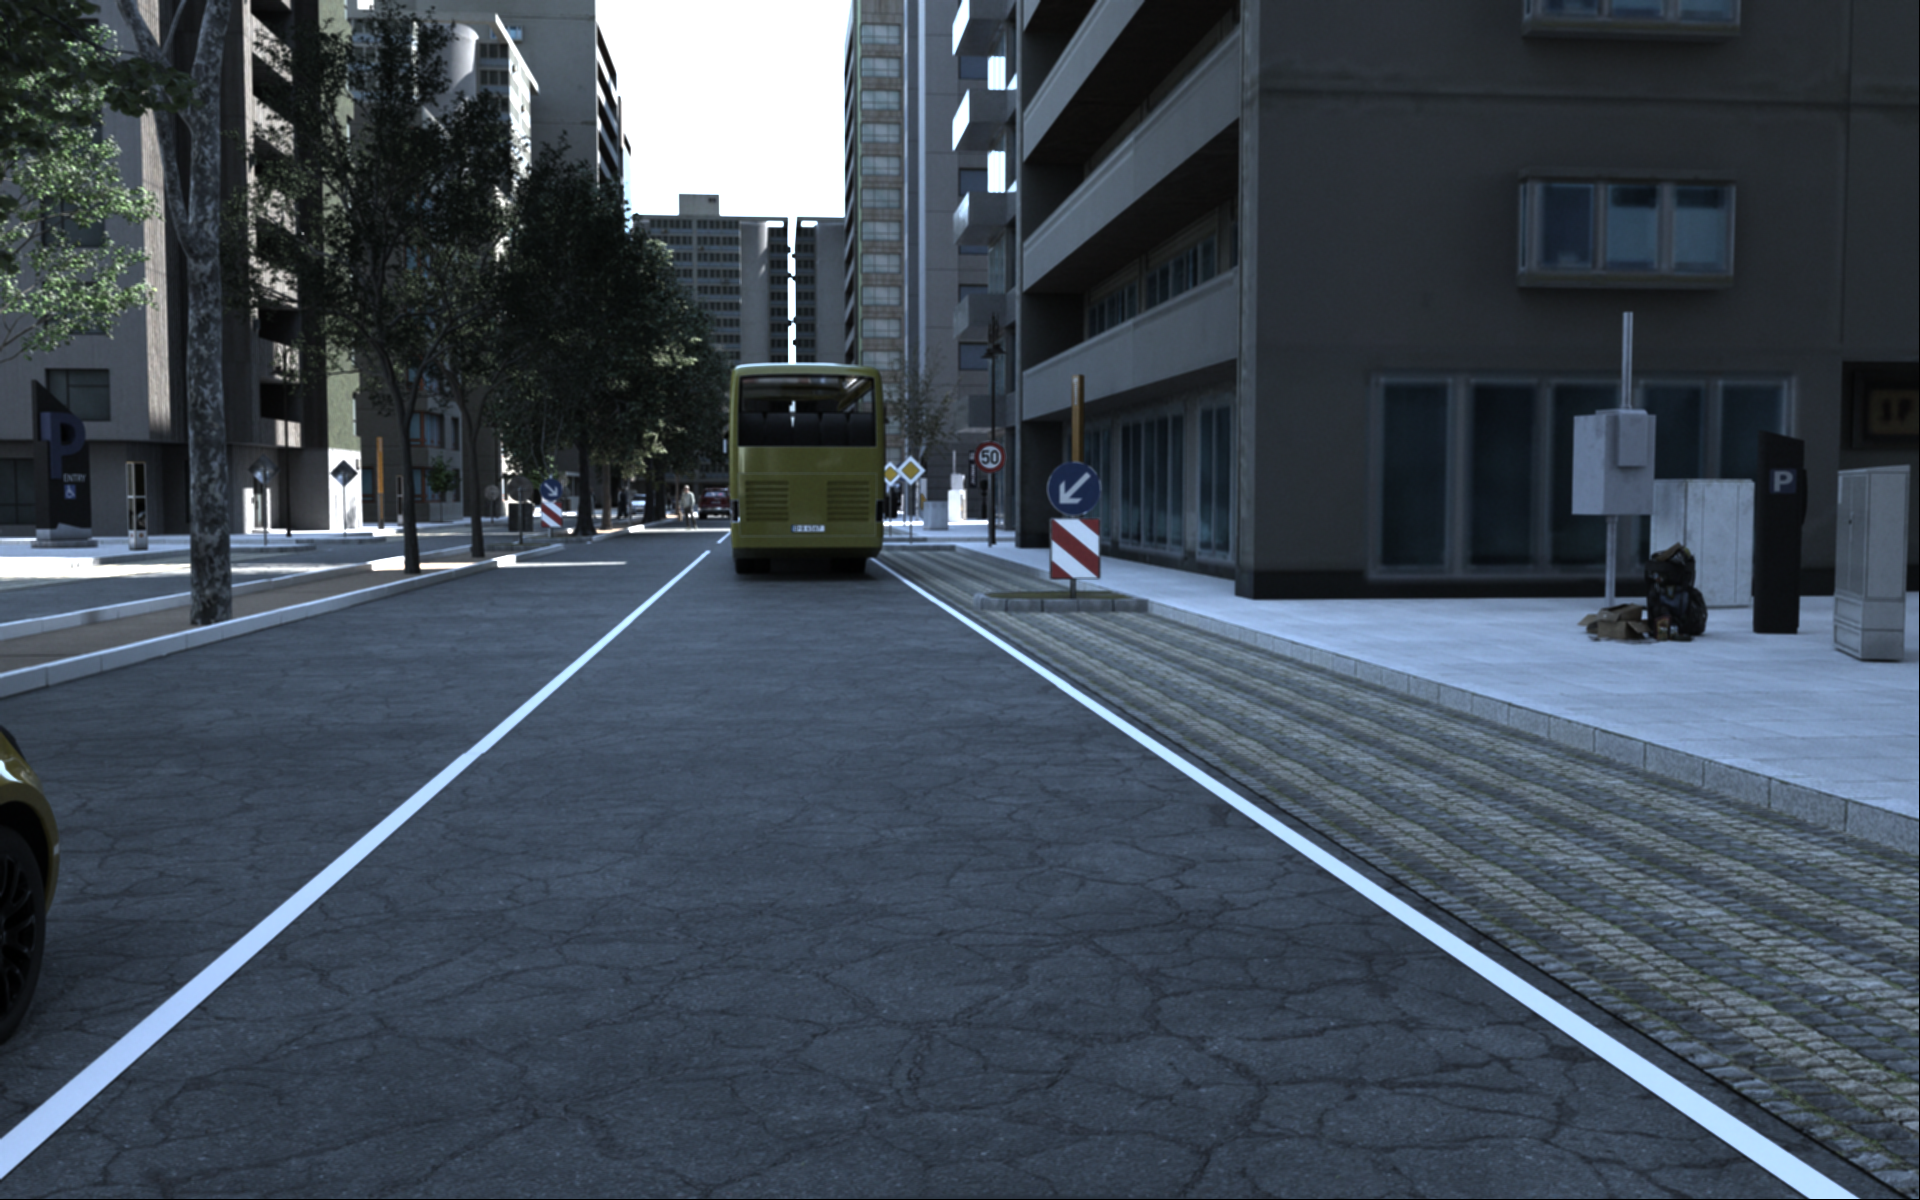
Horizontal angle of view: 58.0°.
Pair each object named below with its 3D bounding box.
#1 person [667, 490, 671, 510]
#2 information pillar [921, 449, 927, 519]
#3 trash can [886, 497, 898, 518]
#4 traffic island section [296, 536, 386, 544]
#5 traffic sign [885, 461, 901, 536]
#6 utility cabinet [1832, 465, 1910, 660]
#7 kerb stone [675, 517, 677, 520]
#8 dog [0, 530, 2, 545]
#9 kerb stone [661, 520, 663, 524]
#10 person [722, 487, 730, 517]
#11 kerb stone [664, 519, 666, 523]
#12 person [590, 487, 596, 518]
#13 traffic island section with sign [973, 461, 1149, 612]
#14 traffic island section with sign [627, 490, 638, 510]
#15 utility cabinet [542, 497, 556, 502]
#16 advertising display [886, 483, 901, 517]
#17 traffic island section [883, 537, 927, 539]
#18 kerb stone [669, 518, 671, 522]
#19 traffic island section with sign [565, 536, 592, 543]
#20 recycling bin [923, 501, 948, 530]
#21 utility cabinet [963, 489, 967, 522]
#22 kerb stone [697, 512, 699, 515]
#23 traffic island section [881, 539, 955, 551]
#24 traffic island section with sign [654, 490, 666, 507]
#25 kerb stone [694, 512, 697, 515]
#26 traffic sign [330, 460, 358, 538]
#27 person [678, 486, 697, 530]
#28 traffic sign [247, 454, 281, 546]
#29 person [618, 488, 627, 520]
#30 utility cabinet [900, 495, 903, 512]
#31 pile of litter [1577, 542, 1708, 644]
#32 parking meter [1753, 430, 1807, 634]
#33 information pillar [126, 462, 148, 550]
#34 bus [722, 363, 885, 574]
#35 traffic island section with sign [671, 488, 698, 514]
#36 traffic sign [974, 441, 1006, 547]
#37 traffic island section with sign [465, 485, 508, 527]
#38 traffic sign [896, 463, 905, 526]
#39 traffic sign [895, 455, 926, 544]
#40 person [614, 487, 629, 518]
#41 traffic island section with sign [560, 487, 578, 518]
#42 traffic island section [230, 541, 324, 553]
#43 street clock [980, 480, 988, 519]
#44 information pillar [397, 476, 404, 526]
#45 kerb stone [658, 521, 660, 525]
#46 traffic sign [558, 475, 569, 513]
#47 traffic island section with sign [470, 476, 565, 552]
[{"bbox_3d":[-25.663,-8.833,152.929,0.705,1.823,1.348,-1,4,-11],"label":"person"},{"bbox_3d":[-1.863,-5.996,89.387,0.183,3.616,0.504,2,4,30],"label":"information pillar"},{"bbox_3d":[-3.600,-4.883,91.485,0.748,1.137,0.748,0,3,0],"label":"trash can"},{"bbox_3d":[-18.095,-1.750,50.899,2.009,0.180,2.903,0,4,-6],"label":"traffic island section"},{"bbox_3d":[-2.117,-2.989,52.517,0.795,2.450,0.064,0,4,-6],"label":"traffic sign"},{"bbox_3d":[7.188,-0.308,13.712,0.318,1.500,1.173,1,4,17],"label":"utility cabinet"},{"bbox_3d":[-15.348,-4.290,92.420,0.120,0.150,1.000,0,4,-6],"label":"kerb stone"},{"bbox_3d":[-24.690,-1.524,44.211,0.406,0.507,0.540,-2,4,-29],"label":"dog"},{"bbox_3d":[-14.151,-3.610,81.217,0.120,0.150,1.000,0,4,-6],"label":"kerb stone"},{"bbox_3d":[-14.504,-6.106,107.701,0.648,1.900,0.474,0,4,-1],"label":"person"},{"bbox_3d":[-14.364,-3.732,83.250,0.120,0.150,1.000,0,4,-6],"label":"kerb stone"},{"bbox_3d":[-21.788,-5.732,102.093,0.818,1.842,0.514,0,4,2],"label":"person"},{"bbox_3d":[1.201,-0.804,21.780,1.989,1.847,2.006,0,4,-6],"label":"traffic island section with sign"},{"bbox_3d":[-28.578,-8.776,152.120,1.989,1.847,2.006,0,4,-6],"label":"traffic island section with sign"},{"bbox_3d":[-27.825,-6.486,117.200,1.020,1.237,0.306,2,4,27],"label":"utility cabinet"},{"bbox_3d":[-3.765,-5.654,97.653,0.974,1.923,0.123,1,4,23],"label":"advertising display"},{"bbox_3d":[-2.094,-1.854,52.597,2.009,0.180,2.903,0,4,-6],"label":"traffic island section"},{"bbox_3d":[-14.800,-3.984,87.326,0.120,0.150,1.000,0,4,-6],"label":"kerb stone"},{"bbox_3d":[-11.990,-2.634,51.203,2.006,1.907,1.989,0,4,-6],"label":"traffic island section with sign"},{"bbox_3d":[-0.873,-3.007,61.719,0.722,1.027,0.722,-1,4,-22],"label":"recycling bin"},{"bbox_3d":[-0.086,-4.364,80.036,0.318,1.500,1.173,-2,4,-25],"label":"utility cabinet"},{"bbox_3d":[-18.611,-6.164,122.992,0.120,0.150,1.000,0,4,-6],"label":"kerb stone"},{"bbox_3d":[-1.246,-1.369,44.656,2.009,0.180,2.903,0,4,-6],"label":"traffic island section"},{"bbox_3d":[-31.441,-10.416,178.923,1.989,1.847,2.006,0,4,-6],"label":"traffic island section with sign"},{"bbox_3d":[-17.854,-5.729,115.860,0.120,0.150,1.000,0,4,-6],"label":"kerb stone"},{"bbox_3d":[-18.073,-2.887,50.840,0.795,2.450,0.064,0,4,-6],"label":"traffic sign"},{"bbox_3d":[-11.050,-3.728,69.946,0.782,1.767,0.515,1,4,19],"label":"person"},{"bbox_3d":[-17.225,-2.401,42.900,0.795,2.450,0.064,0,4,-6],"label":"traffic sign"},{"bbox_3d":[-18.838,-5.375,96.799,0.576,1.772,0.534,1,4,17],"label":"person"},{"bbox_3d":[-3.792,-6.867,123.437,1.020,1.237,0.306,3,4,38],"label":"utility cabinet"},{"bbox_3d":[6.120,-0.100,15.593,1.719,0.858,1.176,-3,5,-41],"label":"pile of litter"},{"bbox_3d":[7.556,-0.626,15.950,0.399,1.863,0.255,1,4,16],"label":"parking meter"},{"bbox_3d":[-18.794,-2.145,39.559,0.304,2.012,0.304,3,4,37],"label":"information pillar"},{"bbox_3d":[-3.266,-2.605,34.144,2.896,3.916,12.252,0,4,-7],"label":"bus"},{"bbox_3d":[-19.979,-7.204,125.917,2.006,1.907,1.989,0,4,-6],"label":"traffic island section with sign"},{"bbox_3d":[0.727,-2.554,41.863,0.768,2.556,0.104,0,4,3],"label":"traffic sign"},{"bbox_3d":[-20.386,-4.084,75.398,1.989,1.847,2.006,0,4,-6],"label":"traffic island section with sign"},{"bbox_3d":[-2.239,-4.256,69.690,0.768,2.556,0.104,0,4,1],"label":"traffic sign"},{"bbox_3d":[-1.269,-2.504,44.577,0.795,2.450,0.064,0,4,-6],"label":"traffic sign"},{"bbox_3d":[-20.001,-5.732,102.315,0.850,1.850,0.679,0,4,7],"label":"person"},{"bbox_3d":[-23.257,-5.723,102.201,1.989,1.847,2.006,0,4,-6],"label":"traffic island section with sign"},{"bbox_3d":[-17.247,-1.265,42.959,2.009,0.180,2.903,0,4,-6],"label":"traffic island section"},{"bbox_3d":[1.237,-5.129,88.433,0.471,2.002,0.358,-2,4,-24],"label":"street clock"},{"bbox_3d":[-22.285,-3.960,69.232,0.304,2.012,0.304,2,4,26],"label":"information pillar"},{"bbox_3d":[-13.934,-3.486,79.184,0.120,0.150,1.000,0,4,-6],"label":"kerb stone"},{"bbox_3d":[-26.891,-7.171,117.351,0.768,2.556,0.104,0,4,2],"label":"traffic sign"},{"bbox_3d":[-11.213,-2.183,43.836,2.006,1.907,1.989,0,4,-6],"label":"traffic island section with sign"}]
